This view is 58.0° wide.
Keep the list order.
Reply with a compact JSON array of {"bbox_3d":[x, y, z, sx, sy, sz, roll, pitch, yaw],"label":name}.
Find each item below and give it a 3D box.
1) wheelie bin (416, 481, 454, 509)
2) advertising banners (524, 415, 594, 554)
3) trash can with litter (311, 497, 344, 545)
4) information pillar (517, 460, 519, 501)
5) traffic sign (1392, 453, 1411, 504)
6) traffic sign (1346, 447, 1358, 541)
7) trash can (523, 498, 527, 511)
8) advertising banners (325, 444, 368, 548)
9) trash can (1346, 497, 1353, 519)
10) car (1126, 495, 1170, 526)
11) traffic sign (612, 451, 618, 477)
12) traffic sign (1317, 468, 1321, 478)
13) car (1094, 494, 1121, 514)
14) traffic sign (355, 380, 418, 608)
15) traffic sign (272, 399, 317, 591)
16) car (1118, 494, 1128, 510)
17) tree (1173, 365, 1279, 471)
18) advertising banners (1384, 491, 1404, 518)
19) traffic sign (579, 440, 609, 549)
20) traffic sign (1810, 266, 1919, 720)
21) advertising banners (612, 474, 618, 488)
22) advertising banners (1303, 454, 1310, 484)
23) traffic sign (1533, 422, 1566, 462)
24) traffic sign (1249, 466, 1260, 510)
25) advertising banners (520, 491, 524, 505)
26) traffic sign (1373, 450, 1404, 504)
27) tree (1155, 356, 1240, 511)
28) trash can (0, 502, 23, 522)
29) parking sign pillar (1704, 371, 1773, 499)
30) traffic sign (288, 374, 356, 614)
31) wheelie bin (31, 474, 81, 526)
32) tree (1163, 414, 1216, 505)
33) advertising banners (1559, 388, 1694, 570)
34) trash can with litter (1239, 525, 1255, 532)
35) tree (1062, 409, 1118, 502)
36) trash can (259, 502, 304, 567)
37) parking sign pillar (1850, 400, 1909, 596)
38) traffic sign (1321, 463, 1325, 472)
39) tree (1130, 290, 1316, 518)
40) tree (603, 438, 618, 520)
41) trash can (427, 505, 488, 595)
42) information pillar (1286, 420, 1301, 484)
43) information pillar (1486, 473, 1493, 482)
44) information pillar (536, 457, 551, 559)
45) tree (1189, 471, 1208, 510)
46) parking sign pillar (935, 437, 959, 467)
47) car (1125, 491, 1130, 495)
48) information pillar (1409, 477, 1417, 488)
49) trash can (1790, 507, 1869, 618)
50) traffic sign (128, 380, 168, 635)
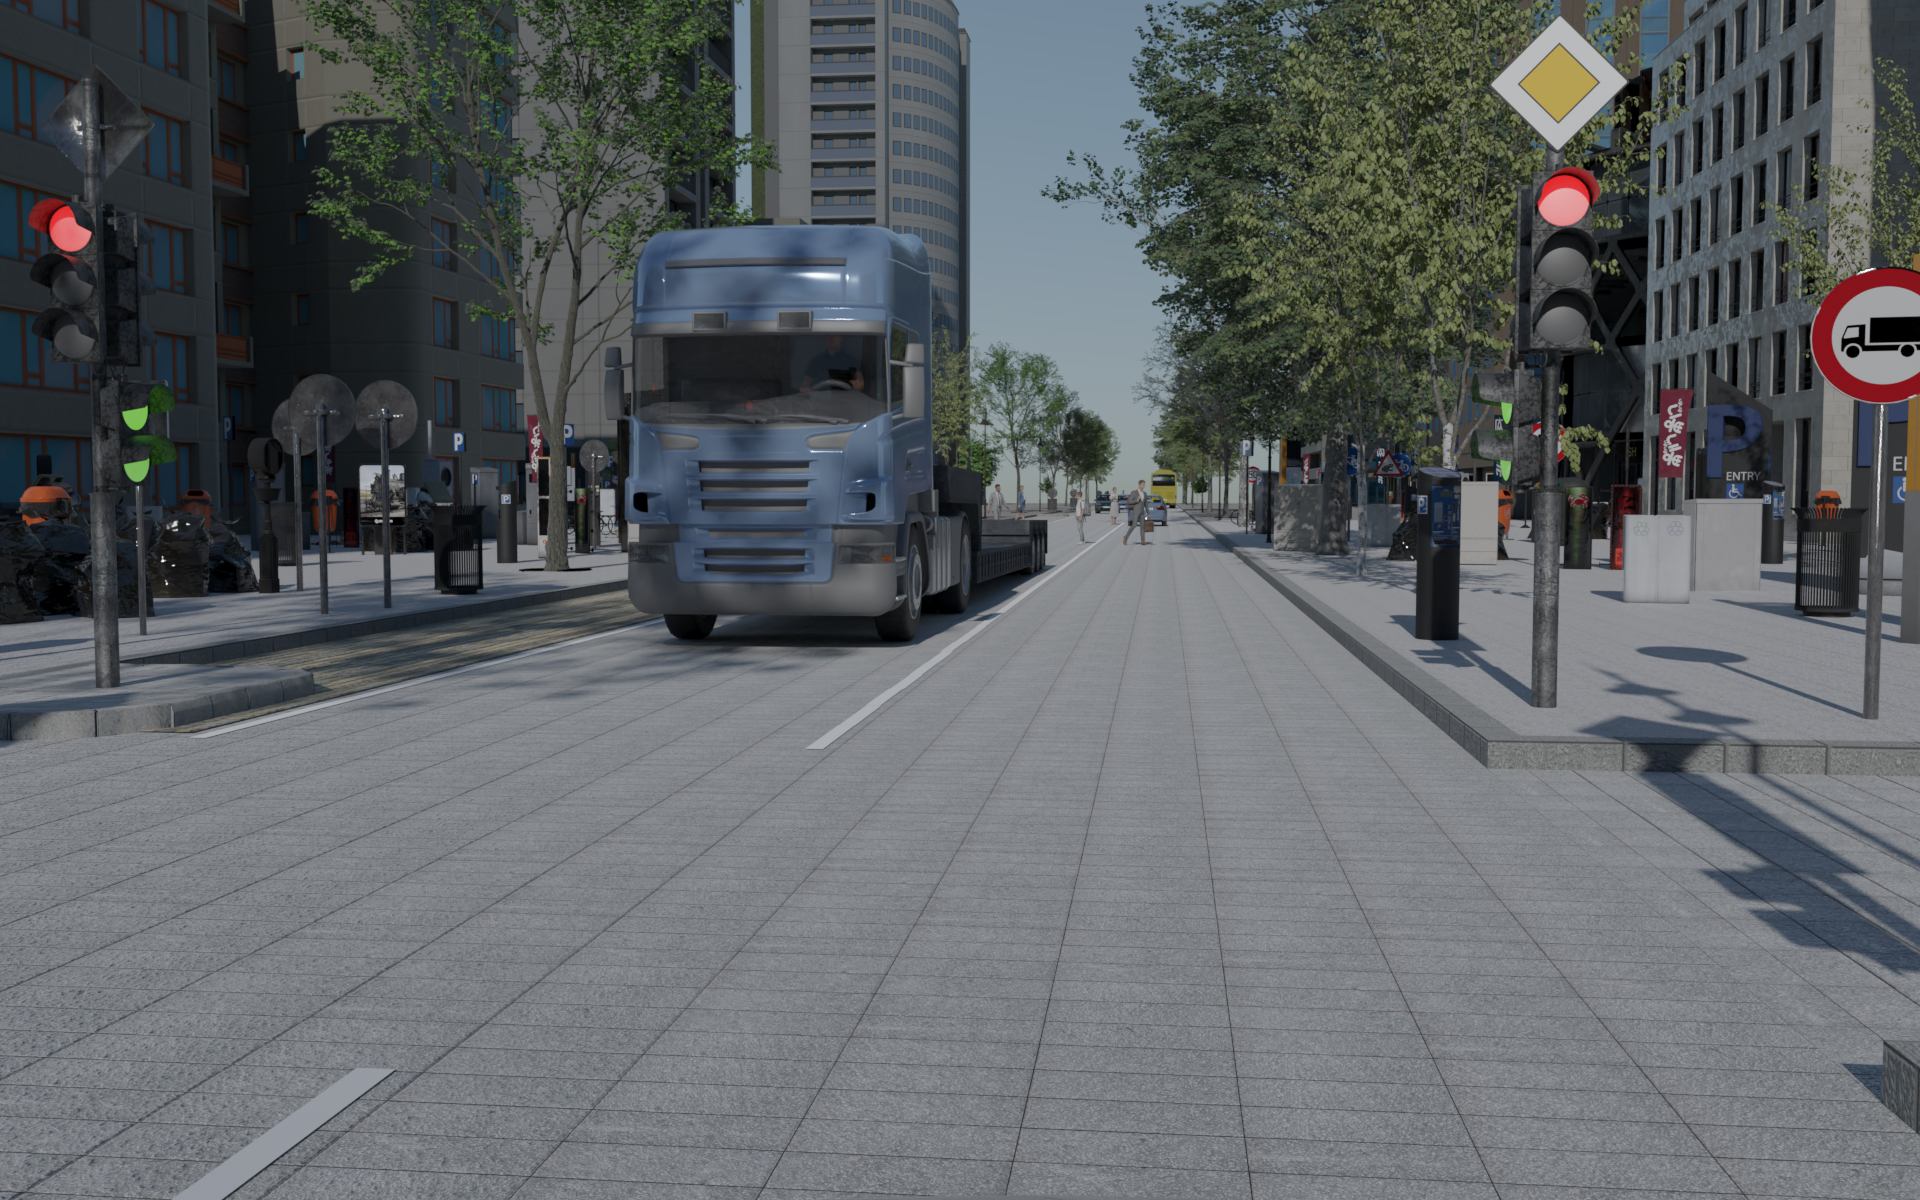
[{"bbox_3d":[-13.032,-2.139,42.889,0.693,1.594,0.980,2,4,29],"label":"wheelie bin"},{"bbox_3d":[-8.733,-2.542,37.748,2.074,3.025,0.090,3,4,37],"label":"advertising banners"},{"bbox_3d":[-16.089,-1.995,43.671,1.678,1.210,2.233,2,4,32],"label":"trash can with litter"},{"bbox_3d":[-19.245,-5.105,74.829,0.183,3.616,0.504,1,4,17],"label":"information pillar"},{"bbox_3d":[13.669,-3.297,54.020,0.768,2.556,0.104,1,4,10],"label":"traffic sign"},{"bbox_3d":[10.566,-2.870,47.027,0.768,2.556,0.104,1,4,15],"label":"traffic sign"},{"bbox_3d":[-15.660,-3.174,63.556,0.748,1.137,0.748,0,3,0],"label":"trash can"},{"bbox_3d":[-14.537,-2.762,41.354,2.074,3.025,0.090,2,4,27],"label":"advertising banners"},{"bbox_3d":[18.802,-4.450,84.409,0.748,1.137,0.748,0,3,0],"label":"trash can"},{"bbox_3d":[8.481,-4.050,78.214,2.014,1.417,4.499,0,4,7],"label":"car"},{"bbox_3d":[-7.996,-2.396,41.298,0.606,2.300,0.079,1,4,9],"label":"traffic sign"},{"bbox_3d":[16.889,-4.893,80.110,0.768,2.556,0.104,1,4,15],"label":"traffic sign"},{"bbox_3d":[10.912,-7.229,127.980,2.009,1.686,4.222,0,4,8],"label":"car"},{"bbox_3d":[-6.437,-1.180,19.406,0.768,2.556,0.104,1,4,9],"label":"traffic sign"},{"bbox_3d":[-8.718,-1.388,22.801,0.768,2.556,0.104,1,4,12],"label":"traffic sign"},{"bbox_3d":[12.713,-7.554,135.517,2.014,1.417,4.499,0,4,7],"label":"car"},{"bbox_3d":[17.184,-10.732,109.884,7.601,10.594,8.767,-3,4,-37],"label":"tree"},{"bbox_3d":[21.257,-5.282,82.542,2.074,3.025,0.090,1,4,23],"label":"advertising banners"},{"bbox_3d":[-8.566,-2.471,40.512,0.768,2.556,0.104,1,4,16],"label":"traffic sign"},{"bbox_3d":[5.196,-0.593,9.804,0.768,2.556,0.104,1,4,16],"label":"traffic sign"},{"bbox_3d":[-16.647,-5.127,80.012,2.074,3.025,0.090,-2,4,-24],"label":"advertising banners"},{"bbox_3d":[14.835,-4.912,76.492,0.090,3.025,2.074,-2,4,-24],"label":"advertising banners"},{"bbox_3d":[10.206,-1.841,30.203,0.768,2.556,0.104,1,4,14],"label":"traffic sign"},{"bbox_3d":[13.379,-4.834,79.145,0.768,2.556,0.104,1,4,15],"label":"traffic sign"},{"bbox_3d":[-21.977,-5.437,85.084,2.074,3.025,0.090,0,4,-8],"label":"advertising banners"},{"bbox_3d":[12.605,-3.121,51.026,0.884,2.594,0.081,1,4,15],"label":"traffic sign"},{"bbox_3d":[18.314,-12.858,128.361,7.486,12.596,7.792,0,3,0],"label":"tree"},{"bbox_3d":[-16.542,-1.146,30.392,0.748,1.137,0.748,0,3,0],"label":"trash can"},{"bbox_3d":[16.904,-3.008,37.659,1.447,3.967,1.447,2,4,34],"label":"parking sign pillar"},{"bbox_3d":[-6.797,-1.122,18.449,0.768,2.556,0.104,0,4,7],"label":"traffic sign"},{"bbox_3d":[-14.686,-1.232,28.047,0.693,1.594,0.980,0,4,4],"label":"wheelie bin"},{"bbox_3d":[28.396,-17.452,211.087,9.928,11.665,9.643,0,3,0],"label":"tree"},{"bbox_3d":[11.168,-2.013,29.094,2.074,3.025,0.090,2,4,26],"label":"advertising banners"},{"bbox_3d":[10.775,-2.936,59.069,2.233,1.210,1.678,2,4,26],"label":"trash can with litter"},{"bbox_3d":[17.360,-19.197,232.002,7.486,12.596,7.792,0,3,0],"label":"tree"},{"bbox_3d":[-12.045,-1.170,30.784,0.748,1.137,0.748,0,3,0],"label":"trash can"},{"bbox_3d":[12.176,-2.062,22.190,1.447,3.967,1.447,2,4,32],"label":"parking sign pillar"},{"bbox_3d":[11.911,-3.281,55.775,0.606,2.300,0.079,1,4,9],"label":"traffic sign"},{"bbox_3d":[14.201,-11.096,91.782,12.009,13.543,11.850,0,3,0],"label":"tree"},{"bbox_3d":[-16.492,-6.252,85.934,4.285,4.588,4.351,0,3,0],"label":"tree"},{"bbox_3d":[-6.431,-0.645,22.204,0.748,1.137,0.748,0,3,0],"label":"trash can"},{"bbox_3d":[10.335,-3.820,53.816,0.504,3.616,0.183,1,4,23],"label":"information pillar"},{"bbox_3d":[18.609,-3.445,60.815,0.304,2.012,0.304,1,4,16],"label":"information pillar"},{"bbox_3d":[-8.217,-1.835,34.488,0.304,2.012,0.304,1,4,12],"label":"information pillar"},{"bbox_3d":[19.925,-9.042,142.437,1.663,3.219,1.824,0,3,0],"label":"tree"},{"bbox_3d":[-0.641,-5.661,81.033,1.447,3.967,1.447,3,5,43],"label":"parking sign pillar"},{"bbox_3d":[15.207,-9.166,159.650,2.009,1.686,4.222,0,4,7],"label":"car"},{"bbox_3d":[19.363,-4.256,74.075,0.304,2.012,0.304,0,4,1],"label":"information pillar"},{"bbox_3d":[9.099,-0.398,18.157,0.748,1.137,0.748,0,3,0],"label":"trash can"},{"bbox_3d":[-7.408,-0.827,15.649,0.606,2.300,0.079,1,4,16],"label":"traffic sign"}]
